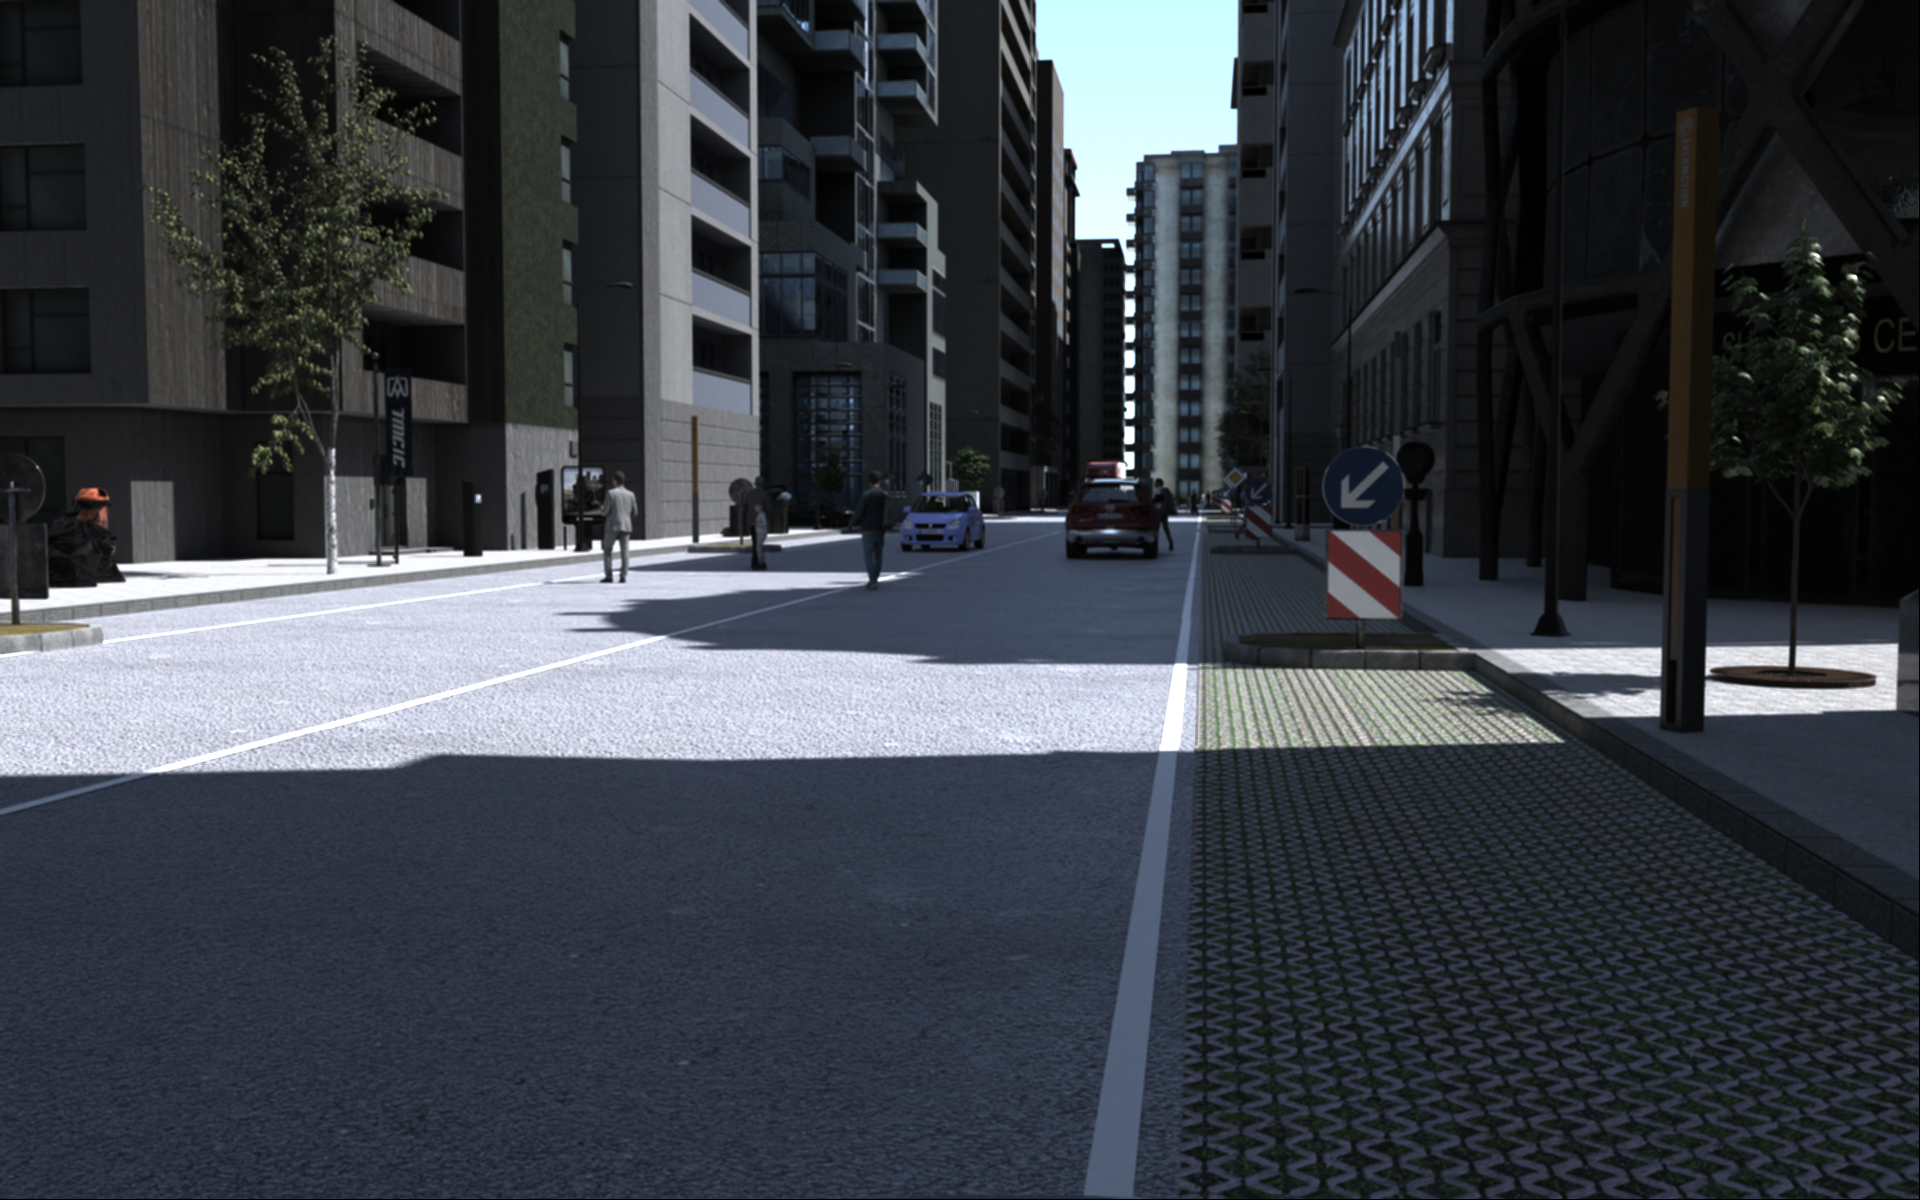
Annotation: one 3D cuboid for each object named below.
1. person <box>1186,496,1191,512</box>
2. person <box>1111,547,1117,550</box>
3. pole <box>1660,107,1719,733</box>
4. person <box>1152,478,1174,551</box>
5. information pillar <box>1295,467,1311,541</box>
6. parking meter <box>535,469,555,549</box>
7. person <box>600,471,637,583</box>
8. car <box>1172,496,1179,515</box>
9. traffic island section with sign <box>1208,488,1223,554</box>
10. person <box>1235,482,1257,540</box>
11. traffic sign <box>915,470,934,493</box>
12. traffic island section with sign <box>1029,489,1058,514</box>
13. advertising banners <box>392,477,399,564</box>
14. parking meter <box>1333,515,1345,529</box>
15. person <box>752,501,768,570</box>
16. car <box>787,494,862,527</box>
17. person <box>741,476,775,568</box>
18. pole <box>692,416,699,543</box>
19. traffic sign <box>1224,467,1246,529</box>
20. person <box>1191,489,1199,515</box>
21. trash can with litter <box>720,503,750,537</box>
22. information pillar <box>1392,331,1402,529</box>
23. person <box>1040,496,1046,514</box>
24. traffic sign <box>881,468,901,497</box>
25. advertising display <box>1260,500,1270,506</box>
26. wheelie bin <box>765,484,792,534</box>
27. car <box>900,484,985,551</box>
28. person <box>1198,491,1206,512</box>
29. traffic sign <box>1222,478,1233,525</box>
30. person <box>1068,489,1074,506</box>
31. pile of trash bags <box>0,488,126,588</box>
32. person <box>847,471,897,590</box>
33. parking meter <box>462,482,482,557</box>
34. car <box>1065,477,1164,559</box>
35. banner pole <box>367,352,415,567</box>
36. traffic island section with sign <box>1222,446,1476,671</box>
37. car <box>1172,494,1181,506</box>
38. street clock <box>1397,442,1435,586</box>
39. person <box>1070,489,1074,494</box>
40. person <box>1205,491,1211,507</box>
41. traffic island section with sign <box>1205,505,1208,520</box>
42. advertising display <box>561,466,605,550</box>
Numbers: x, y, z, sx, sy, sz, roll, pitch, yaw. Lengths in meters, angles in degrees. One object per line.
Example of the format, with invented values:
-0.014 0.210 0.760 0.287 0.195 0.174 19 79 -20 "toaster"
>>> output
18.452 -7.773 139.852 0.475 1.303 0.640 3 5 42 "person"
3.973 -2.206 44.693 0.709 1.813 0.853 -1 4 -23 "person"
3.915 -0.945 9.296 0.158 3.312 0.155 0 3 0 "pole"
5.148 -2.165 43.996 0.679 1.850 0.850 -2 4 -29 "person"
9.405 -2.631 47.516 0.304 2.012 0.304 -3 5 -43 "information pillar"
-9.624 -2.108 40.178 0.399 1.863 0.255 0 4 -2 "parking meter"
-5.582 -1.186 28.097 0.606 1.804 0.583 -3 5 -44 "person"
14.158 -6.619 120.584 2.083 1.381 4.827 1 4 10 "car"
7.053 -2.022 41.686 1.989 1.847 2.006 0 4 8 "traffic island section with sign"
8.982 -2.777 53.994 0.778 1.811 0.616 -2 4 -26 "person"
-1.511 -4.278 73.589 0.795 2.450 0.064 0 4 8 "traffic sign"
6.038 -7.129 125.187 1.989 1.847 2.006 0 4 8 "traffic island section with sign"
-10.444 -2.193 32.037 0.090 3.025 2.074 -1 4 -19 "advertising banners"
10.565 -2.600 48.229 0.255 1.863 0.399 2 4 24 "parking meter"
-3.782 -1.218 32.694 0.394 1.301 0.425 -3 4 -36 "person"
-5.983 -3.671 69.810 4.222 1.686 2.009 0 4 7 "car"
-3.934 -1.535 33.992 0.661 1.777 0.834 1 4 15 "person"
-6.936 -3.152 45.384 0.158 3.312 0.155 0 3 0 "pole"
10.145 -3.684 63.875 0.795 2.450 0.064 0 4 8 "traffic sign"
15.927 -6.654 117.706 0.534 1.772 0.576 -3 5 -44 "person"
-6.746 -2.486 52.026 1.055 1.170 0.624 2 4 30 "trash can with litter"
6.234 -2.042 24.742 0.183 3.616 0.504 1 4 12 "information pillar"
5.838 -6.687 122.110 0.475 1.303 0.640 1 4 19 "person"
-2.621 -3.794 65.681 0.795 2.450 0.064 0 4 8 "traffic sign"
16.851 -5.551 95.972 0.974 1.923 0.123 -2 4 -35 "advertising display"
-5.897 -2.939 55.958 0.980 1.594 0.693 1 4 11 "wheelie bin"
-0.427 -2.133 44.468 1.945 1.707 3.694 1 4 10 "car"
19.794 -8.091 141.625 0.563 1.720 0.643 -1 4 -21 "person"
11.255 -4.168 71.782 0.795 2.450 0.064 0 4 8 "traffic sign"
8.807 -7.790 136.050 0.728 1.800 0.709 1 4 16 "person"
-13.032 -0.932 24.999 1.912 1.369 3.447 -1 4 -8 "pile of trash bags"
-1.299 -1.061 26.190 0.623 1.781 0.721 -3 5 -44 "person"
-10.034 -1.666 35.649 0.372 1.533 0.369 0 3 0 "parking meter"
3.565 -1.920 40.058 2.281 1.827 5.304 0 4 7 "car"
-10.088 -2.486 30.660 0.863 3.779 0.401 0 4 -1 "banner pole"
3.309 -0.389 14.991 1.989 1.847 2.006 0 4 8 "traffic island section with sign"
26.655 -12.617 216.516 2.015 1.641 3.980 1 4 8 "car"
6.339 -1.196 24.129 0.358 2.002 0.471 -3 5 -43 "street clock"
9.933 -8.782 151.949 0.709 1.838 0.599 -3 4 -37 "person"
27.418 -11.209 192.289 0.750 1.759 0.617 -1 4 -16 "person"
14.780 -5.389 96.739 1.989 1.847 2.006 0 4 8 "traffic island section with sign"
-8.645 -2.112 39.753 0.974 1.923 0.123 -1 4 -20 "advertising display"
